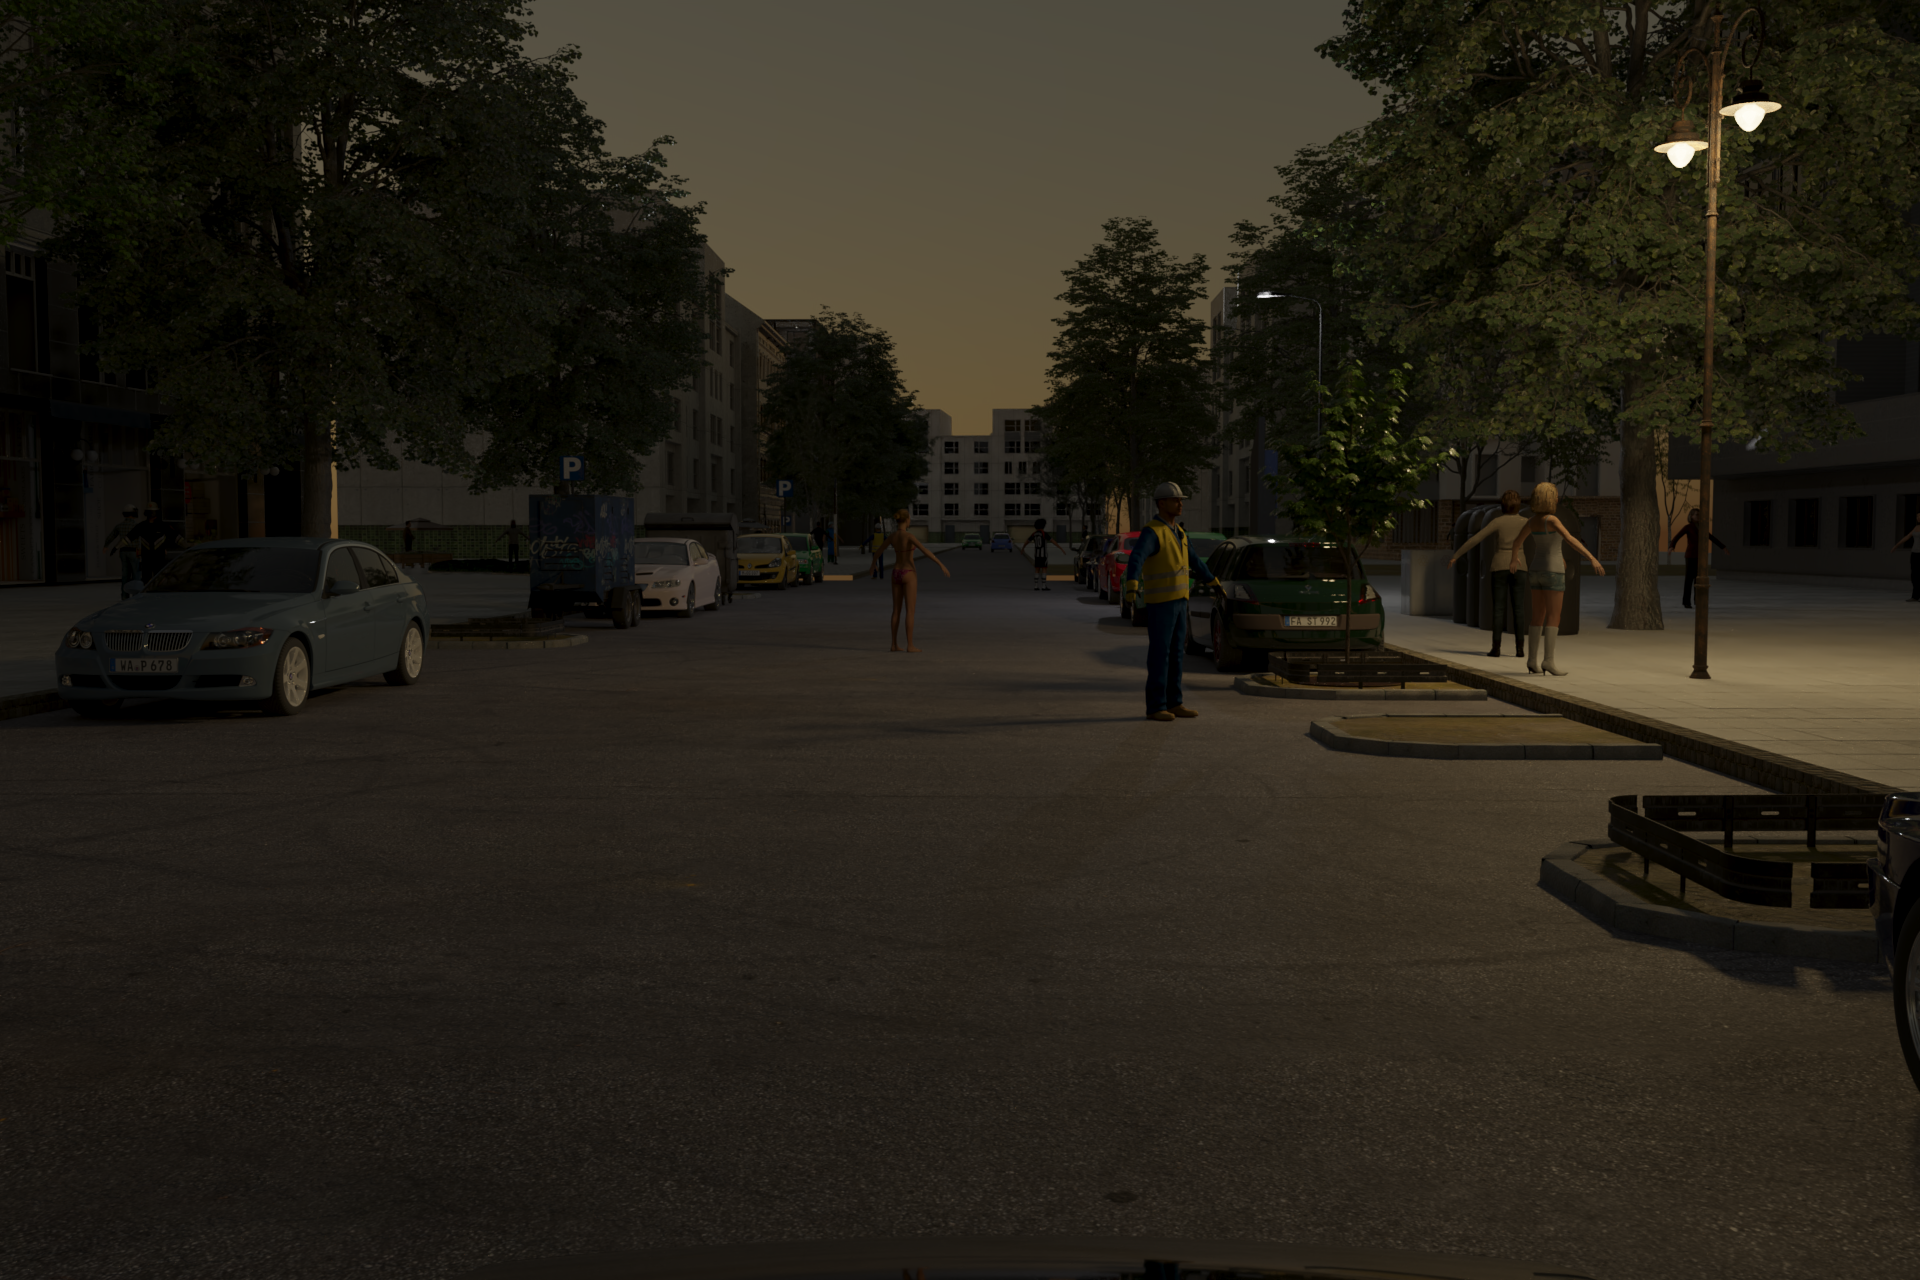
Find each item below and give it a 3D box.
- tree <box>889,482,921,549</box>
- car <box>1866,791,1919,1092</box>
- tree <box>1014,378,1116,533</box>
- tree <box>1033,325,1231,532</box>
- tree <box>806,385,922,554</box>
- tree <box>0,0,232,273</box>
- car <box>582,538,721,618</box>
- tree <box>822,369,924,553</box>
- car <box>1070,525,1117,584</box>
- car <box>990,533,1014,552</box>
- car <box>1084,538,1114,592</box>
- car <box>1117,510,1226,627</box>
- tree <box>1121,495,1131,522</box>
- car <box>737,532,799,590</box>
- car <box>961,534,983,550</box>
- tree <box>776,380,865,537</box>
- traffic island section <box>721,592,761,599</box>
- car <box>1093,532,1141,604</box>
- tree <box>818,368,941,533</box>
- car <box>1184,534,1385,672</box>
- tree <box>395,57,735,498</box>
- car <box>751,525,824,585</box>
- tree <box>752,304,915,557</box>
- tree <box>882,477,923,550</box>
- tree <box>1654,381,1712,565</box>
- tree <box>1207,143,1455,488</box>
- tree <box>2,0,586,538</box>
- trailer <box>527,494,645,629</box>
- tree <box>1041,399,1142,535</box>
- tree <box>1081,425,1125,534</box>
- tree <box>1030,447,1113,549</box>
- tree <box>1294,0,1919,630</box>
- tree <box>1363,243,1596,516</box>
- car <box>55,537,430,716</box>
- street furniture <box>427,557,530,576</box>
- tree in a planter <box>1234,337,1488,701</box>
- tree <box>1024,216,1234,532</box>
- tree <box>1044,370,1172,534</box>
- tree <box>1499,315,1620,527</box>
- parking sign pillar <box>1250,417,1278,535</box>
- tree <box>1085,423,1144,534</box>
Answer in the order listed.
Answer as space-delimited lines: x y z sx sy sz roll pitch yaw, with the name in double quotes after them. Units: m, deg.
-6.115 -12.404 153.168 4.360 8.622 3.978 0 3 0 "tree"
3.175 0.592 2.904 1.945 1.354 3.894 0 4 2 "car"
9.713 -13.796 135.926 12.009 13.543 11.850 0 3 0 "tree"
7.525 -8.619 75.337 8.767 10.594 7.601 0 4 -5 "tree"
-6.230 -10.678 108.995 8.767 10.594 7.601 1 4 12 "tree"
-12.438 -5.730 19.439 9.928 11.665 9.643 0 3 0 "tree"
-5.467 -1.147 31.113 2.083 1.381 4.827 0 4 1 "car"
-6.136 -12.254 118.482 7.486 12.596 7.792 0 3 0 "tree"
4.257 -2.509 50.812 2.009 1.686 4.222 0 4 1 "car"
3.286 -7.754 136.366 1.945 1.707 3.694 0 4 2 "car"
4.152 -1.917 43.922 1.945 1.354 3.894 0 3 0 "car"
3.576 -1.181 28.102 1.959 1.807 4.718 0 4 1 "car"
25.439 -18.197 247.880 4.360 8.622 3.978 0 3 0 "tree"
-5.236 -2.148 45.339 2.015 1.641 3.980 0 4 1 "car"
1.078 -8.892 154.181 1.959 1.807 4.718 0 4 1 "car"
-7.239 -8.125 83.198 4.360 8.622 3.978 0 3 0 "tree"
-5.521 -0.982 38.920 1.991 0.108 1.994 0 4 1 "traffic island section"
3.925 -1.695 36.747 2.155 1.783 4.494 0 4 0 "car"
-6.214 -13.763 131.681 9.857 13.997 8.962 0 3 0 "tree"
3.521 -0.587 19.384 2.009 1.686 4.222 0 4 0 "car"
-10.839 -8.589 47.089 9.857 13.997 8.962 0 3 0 "tree"
-4.966 -2.508 49.795 1.959 1.807 4.718 0 4 1 "car"
-7.089 -11.698 97.912 9.857 13.997 8.962 0 3 0 "tree"
-6.473 -12.795 143.603 7.601 10.594 8.767 2 4 30 "tree"
29.590 -7.450 72.163 4.360 8.622 3.978 0 3 0 "tree"
10.995 -8.133 51.104 7.486 12.596 7.792 0 3 0 "tree"
-11.157 -7.530 29.772 9.857 13.997 8.962 0 3 0 "tree"
-5.710 -1.140 25.695 1.471 1.999 3.904 0 4 1 "trailer"
9.326 -11.927 120.762 9.928 11.665 9.643 0 3 0 "tree"
8.701 -9.806 110.693 4.360 8.622 3.978 0 3 0 "tree"
9.969 -13.365 152.938 8.767 10.594 7.601 2 4 30 "tree"
9.071 -7.111 22.918 9.857 13.997 8.962 0 3 0 "tree"
20.214 -9.698 68.937 12.009 13.543 11.850 0 3 0 "tree"
-6.068 -0.194 15.179 2.014 1.417 4.499 0 4 1 "car"
-12.857 -2.464 55.916 5.734 0.657 10.072 -3 4 -38 "street furniture"
3.560 -1.136 15.802 1.991 3.239 1.994 0 4 1 "tree in a planter"
6.120 -8.849 62.816 7.486 12.596 7.792 0 3 0 "tree"
8.185 -9.593 91.258 8.767 10.594 7.601 1 4 21 "tree"
20.066 -6.573 57.830 4.737 8.622 4.395 0 3 0 "tree"
7.080 -3.183 40.517 1.447 3.967 1.447 0 4 1 "parking sign pillar"
8.605 -9.391 103.902 4.360 8.622 3.978 0 3 0 "tree"
